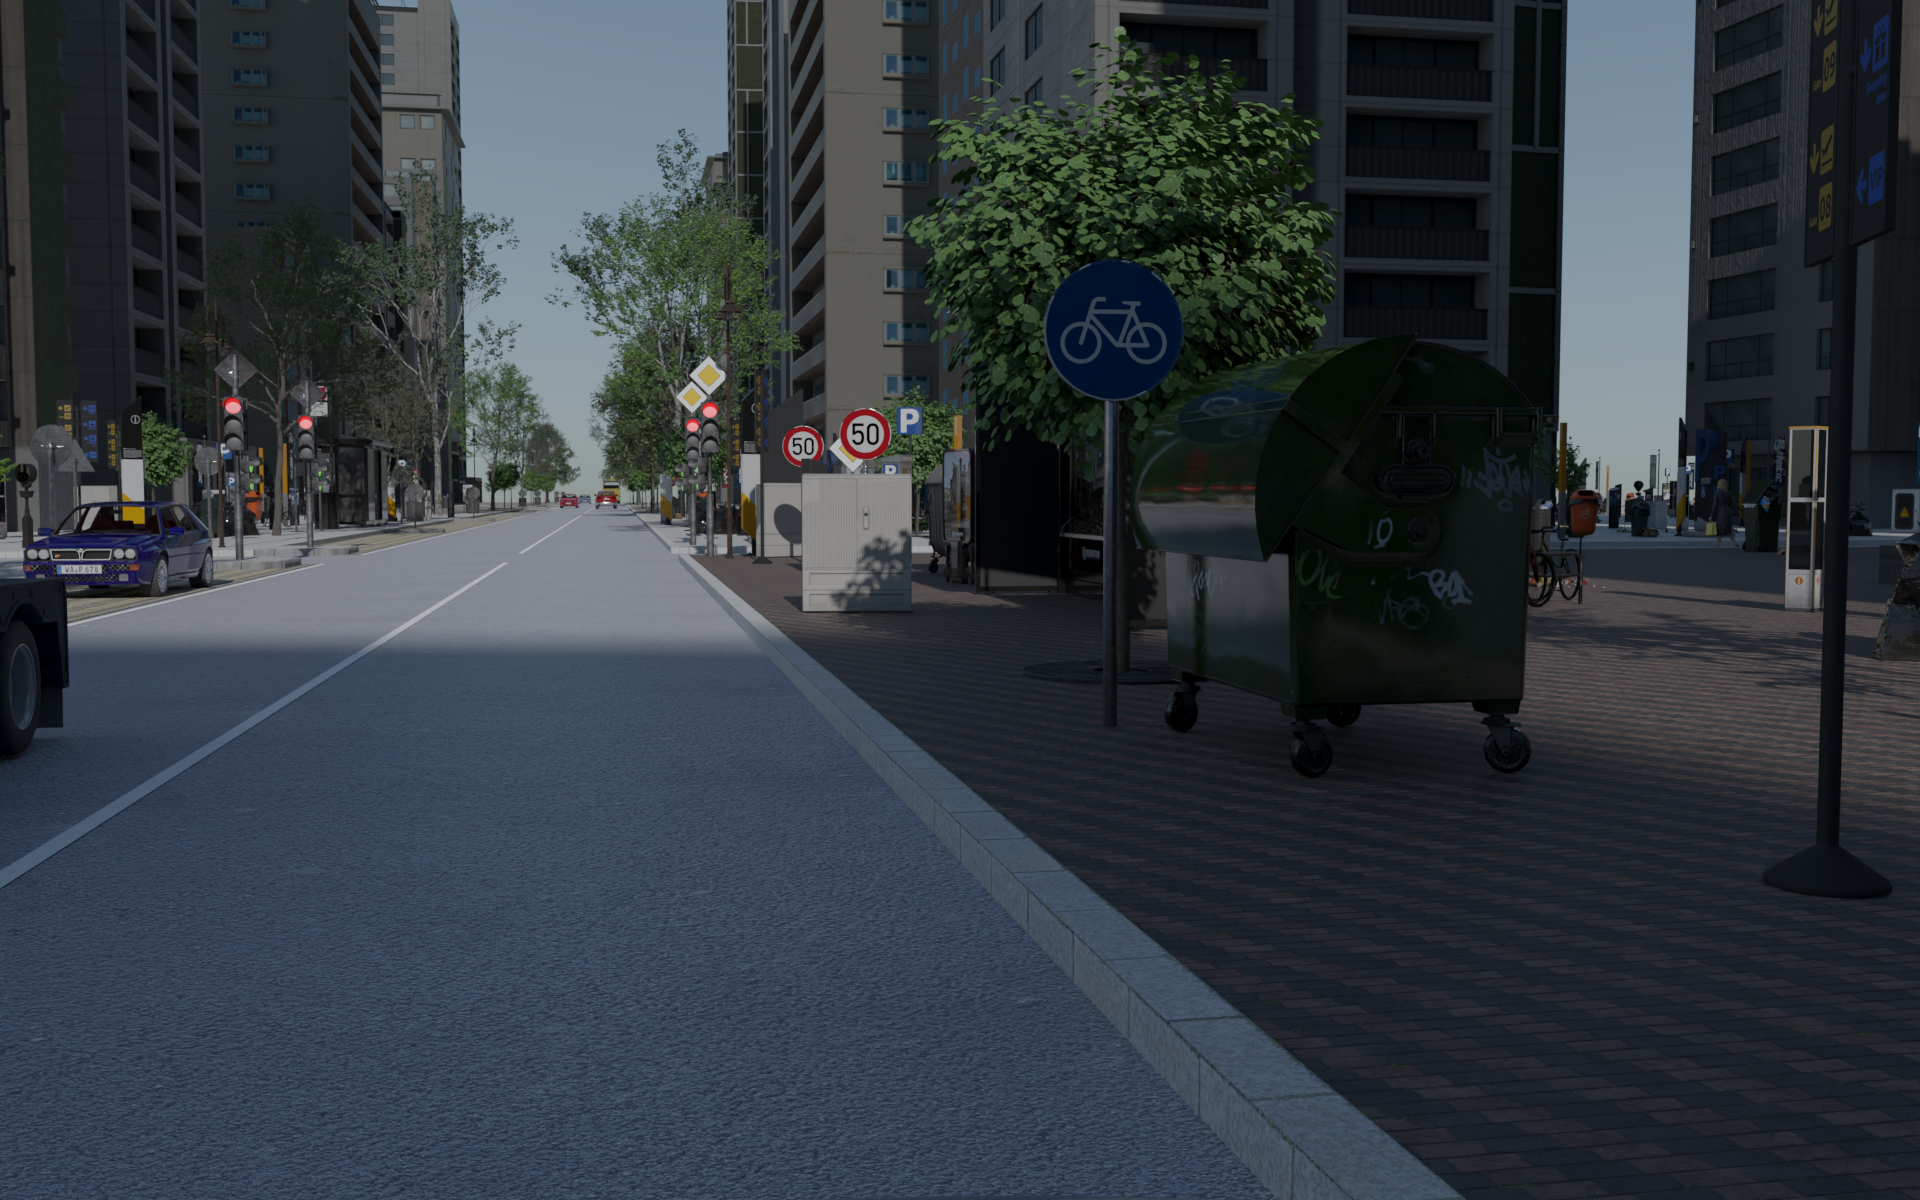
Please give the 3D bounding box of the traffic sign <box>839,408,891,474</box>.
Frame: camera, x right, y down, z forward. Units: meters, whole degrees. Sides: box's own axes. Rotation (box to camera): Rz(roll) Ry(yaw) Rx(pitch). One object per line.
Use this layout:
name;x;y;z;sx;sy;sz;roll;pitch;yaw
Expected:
traffic sign;-1.405;-1.571;25.786;0.768;2.556;0.104;0;4;-3

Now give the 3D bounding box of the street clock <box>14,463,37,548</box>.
street clock;-22.144;-2.234;41.103;0.471;2.002;0.358;1;4;17

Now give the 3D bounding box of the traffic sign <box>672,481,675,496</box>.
traffic sign;-19.267;-7.079;115.842;0.768;2.556;0.104;-1;4;-11

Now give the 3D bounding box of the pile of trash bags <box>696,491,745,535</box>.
pile of trash bags;-7.848;-2.855;56.432;1.912;1.369;3.447;-2;4;-30

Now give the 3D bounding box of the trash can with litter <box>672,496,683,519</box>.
trash can with litter;-14.653;-4.785;89.622;0.624;1.170;1.055;-3;5;-39

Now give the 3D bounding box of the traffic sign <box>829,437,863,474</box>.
traffic sign;-1.791;-1.693;28.866;0.795;2.450;0.064;-1;4;-11

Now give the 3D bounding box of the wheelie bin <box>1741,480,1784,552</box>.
wheelie bin;17.779;-1.864;38.379;0.693;1.594;0.980;0;4;-4

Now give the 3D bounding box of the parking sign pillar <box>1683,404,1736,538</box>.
parking sign pillar;22.316;-3.854;51.483;1.447;3.967;1.447;0;4;2

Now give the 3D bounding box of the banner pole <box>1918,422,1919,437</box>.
banner pole;29.798;-3.873;53.347;0.863;3.779;0.401;-1;4;-13

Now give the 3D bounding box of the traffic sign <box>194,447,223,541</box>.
traffic sign;-20.242;-2.849;46.682;0.768;2.556;0.104;0;4;-3

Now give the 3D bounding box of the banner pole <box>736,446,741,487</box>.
banner pole;-9.861;-5.470;79.455;0.863;3.779;0.401;0;4;-3

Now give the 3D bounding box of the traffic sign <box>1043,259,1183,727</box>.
traffic sign;0.831;-0.575;9.510;0.768;2.556;0.104;0;4;-5

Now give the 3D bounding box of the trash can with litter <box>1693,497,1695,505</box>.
trash can with litter;42.447;-5.415;99.929;0.624;1.170;1.055;0;4;7

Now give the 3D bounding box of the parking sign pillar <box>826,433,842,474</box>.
parking sign pillar;-5.479;-5.339;75.770;1.447;3.967;1.447;-1;4;-16

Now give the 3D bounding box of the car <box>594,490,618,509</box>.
car;-34.332;-9.746;168.025;2.281;1.827;5.304;-1;4;-13

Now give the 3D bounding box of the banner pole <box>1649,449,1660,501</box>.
banner pole;38.879;-6.535;96.866;0.863;3.779;0.401;-1;4;-20

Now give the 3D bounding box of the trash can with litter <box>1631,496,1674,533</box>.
trash can with litter;22.800;-2.845;57.577;2.233;1.210;1.678;1;4;18

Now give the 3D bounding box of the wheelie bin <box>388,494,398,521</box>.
wheelie bin;-26.655;-4.457;80.772;0.980;1.594;0.693;3;5;39

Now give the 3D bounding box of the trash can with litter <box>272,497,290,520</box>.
trash can with litter;-36.302;-4.934;92.066;0.624;1.170;1.055;0;4;2

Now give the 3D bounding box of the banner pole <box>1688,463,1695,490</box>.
banner pole;50.943;-8.017;121.087;0.401;3.779;0.863;-3;5;-41

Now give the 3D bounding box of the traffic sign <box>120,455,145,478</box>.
traffic sign;-21.539;-2.630;45.128;0.606;2.300;0.079;-1;4;-11

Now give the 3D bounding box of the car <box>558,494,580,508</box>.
car;-39.801;-10.239;176.448;2.155;1.783;4.494;-1;4;-10

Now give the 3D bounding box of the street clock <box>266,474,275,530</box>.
street clock;-24.688;-3.518;62.093;0.358;2.002;0.471;-1;4;-17

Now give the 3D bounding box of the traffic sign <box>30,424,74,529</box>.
traffic sign;-16.622;-1.933;31.710;0.768;2.556;0.104;0;4;-4

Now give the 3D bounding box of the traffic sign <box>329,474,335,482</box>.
traffic sign;-27.103;-4.536;74.162;0.884;2.594;0.081;-1;4;-11

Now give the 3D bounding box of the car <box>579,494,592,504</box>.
car;-54.202;-14.570;250.216;2.014;1.417;4.499;-1;4;-11

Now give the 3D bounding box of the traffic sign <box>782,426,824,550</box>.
traffic sign;-2.930;-1.975;32.395;0.768;2.556;0.104;0;4;-6

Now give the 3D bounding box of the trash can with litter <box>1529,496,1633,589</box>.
trash can with litter;8.414;-0.825;24.539;1.678;1.210;2.233;2;4;30

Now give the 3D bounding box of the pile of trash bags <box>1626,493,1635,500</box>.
pile of trash bags;44.905;-6.638;118.280;3.447;1.369;1.912;-2;4;-35

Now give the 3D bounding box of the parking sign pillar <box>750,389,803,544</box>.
parking sign pillar;-4.678;-3.419;44.377;1.447;3.967;1.447;-2;4;-34

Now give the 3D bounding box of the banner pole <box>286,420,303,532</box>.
banner pole;-22.612;-4.203;58.730;0.401;3.779;0.863;-3;4;-37

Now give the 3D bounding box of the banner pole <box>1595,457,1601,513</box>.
banner pole;42.809;-7.720;116.237;0.401;3.779;0.863;0;4;-4

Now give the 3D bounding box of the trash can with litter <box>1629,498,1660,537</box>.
trash can with litter;20.482;-2.465;51.692;0.624;1.170;1.055;-1;4;-16

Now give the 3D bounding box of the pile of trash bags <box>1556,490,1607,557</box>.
pile of trash bags;11.238;-1.562;35.295;3.447;1.369;1.912;1;4;9

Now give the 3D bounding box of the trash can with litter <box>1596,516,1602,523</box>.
trash can with litter;28.037;-4.027;77.234;1.055;1.170;0.624;-1;4;-12

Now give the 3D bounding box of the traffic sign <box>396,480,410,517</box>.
traffic sign;-28.230;-5.355;87.556;0.884;2.594;0.081;-1;4;-9

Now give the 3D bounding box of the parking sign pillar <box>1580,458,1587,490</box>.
parking sign pillar;45.831;-8.539;128.083;1.447;3.967;1.447;3;5;45

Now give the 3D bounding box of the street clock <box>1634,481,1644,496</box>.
street clock;36.363;-5.399;92.848;0.471;2.002;0.358;3;4;37

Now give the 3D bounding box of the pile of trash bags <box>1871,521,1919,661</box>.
pile of trash bags;8.680;-0.195;12.939;1.912;1.369;3.447;-3;5;-42

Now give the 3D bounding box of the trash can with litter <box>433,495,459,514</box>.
trash can with litter;-33.335;-6.115;111.038;2.233;1.210;1.678;-1;4;-14

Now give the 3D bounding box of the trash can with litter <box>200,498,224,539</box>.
trash can with litter;-21.755;-2.380;50.299;0.624;1.170;1.055;-1;4;-18

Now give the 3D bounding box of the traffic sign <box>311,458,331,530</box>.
traffic sign;-22.541;-3.724;60.989;0.768;2.556;0.104;0;4;-2

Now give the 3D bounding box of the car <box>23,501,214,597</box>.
car;-12.080;-0.760;25.005;1.945;1.354;3.894;-1;4;-10

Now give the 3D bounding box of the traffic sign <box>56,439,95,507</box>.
traffic sign;-20.816;-2.493;40.768;0.884;2.594;0.081;0;4;-2

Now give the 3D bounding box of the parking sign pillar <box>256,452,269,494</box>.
parking sign pillar;-42.650;-7.175;105.789;1.447;3.967;1.447;0;4;6

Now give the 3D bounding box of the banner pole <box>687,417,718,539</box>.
banner pole;-7.409;-3.660;49.862;0.863;3.779;0.401;-1;4;-21

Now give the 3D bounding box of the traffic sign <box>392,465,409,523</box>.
traffic sign;-24.887;-4.710;77.119;0.768;2.556;0.104;0;4;-2

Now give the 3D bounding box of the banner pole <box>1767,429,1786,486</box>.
banner pole;31.307;-4.682;66.568;0.401;3.779;0.863;-3;5;-45

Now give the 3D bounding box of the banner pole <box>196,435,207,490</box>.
banner pole;-32.300;-5.127;73.846;0.863;3.779;0.401;2;4;35
